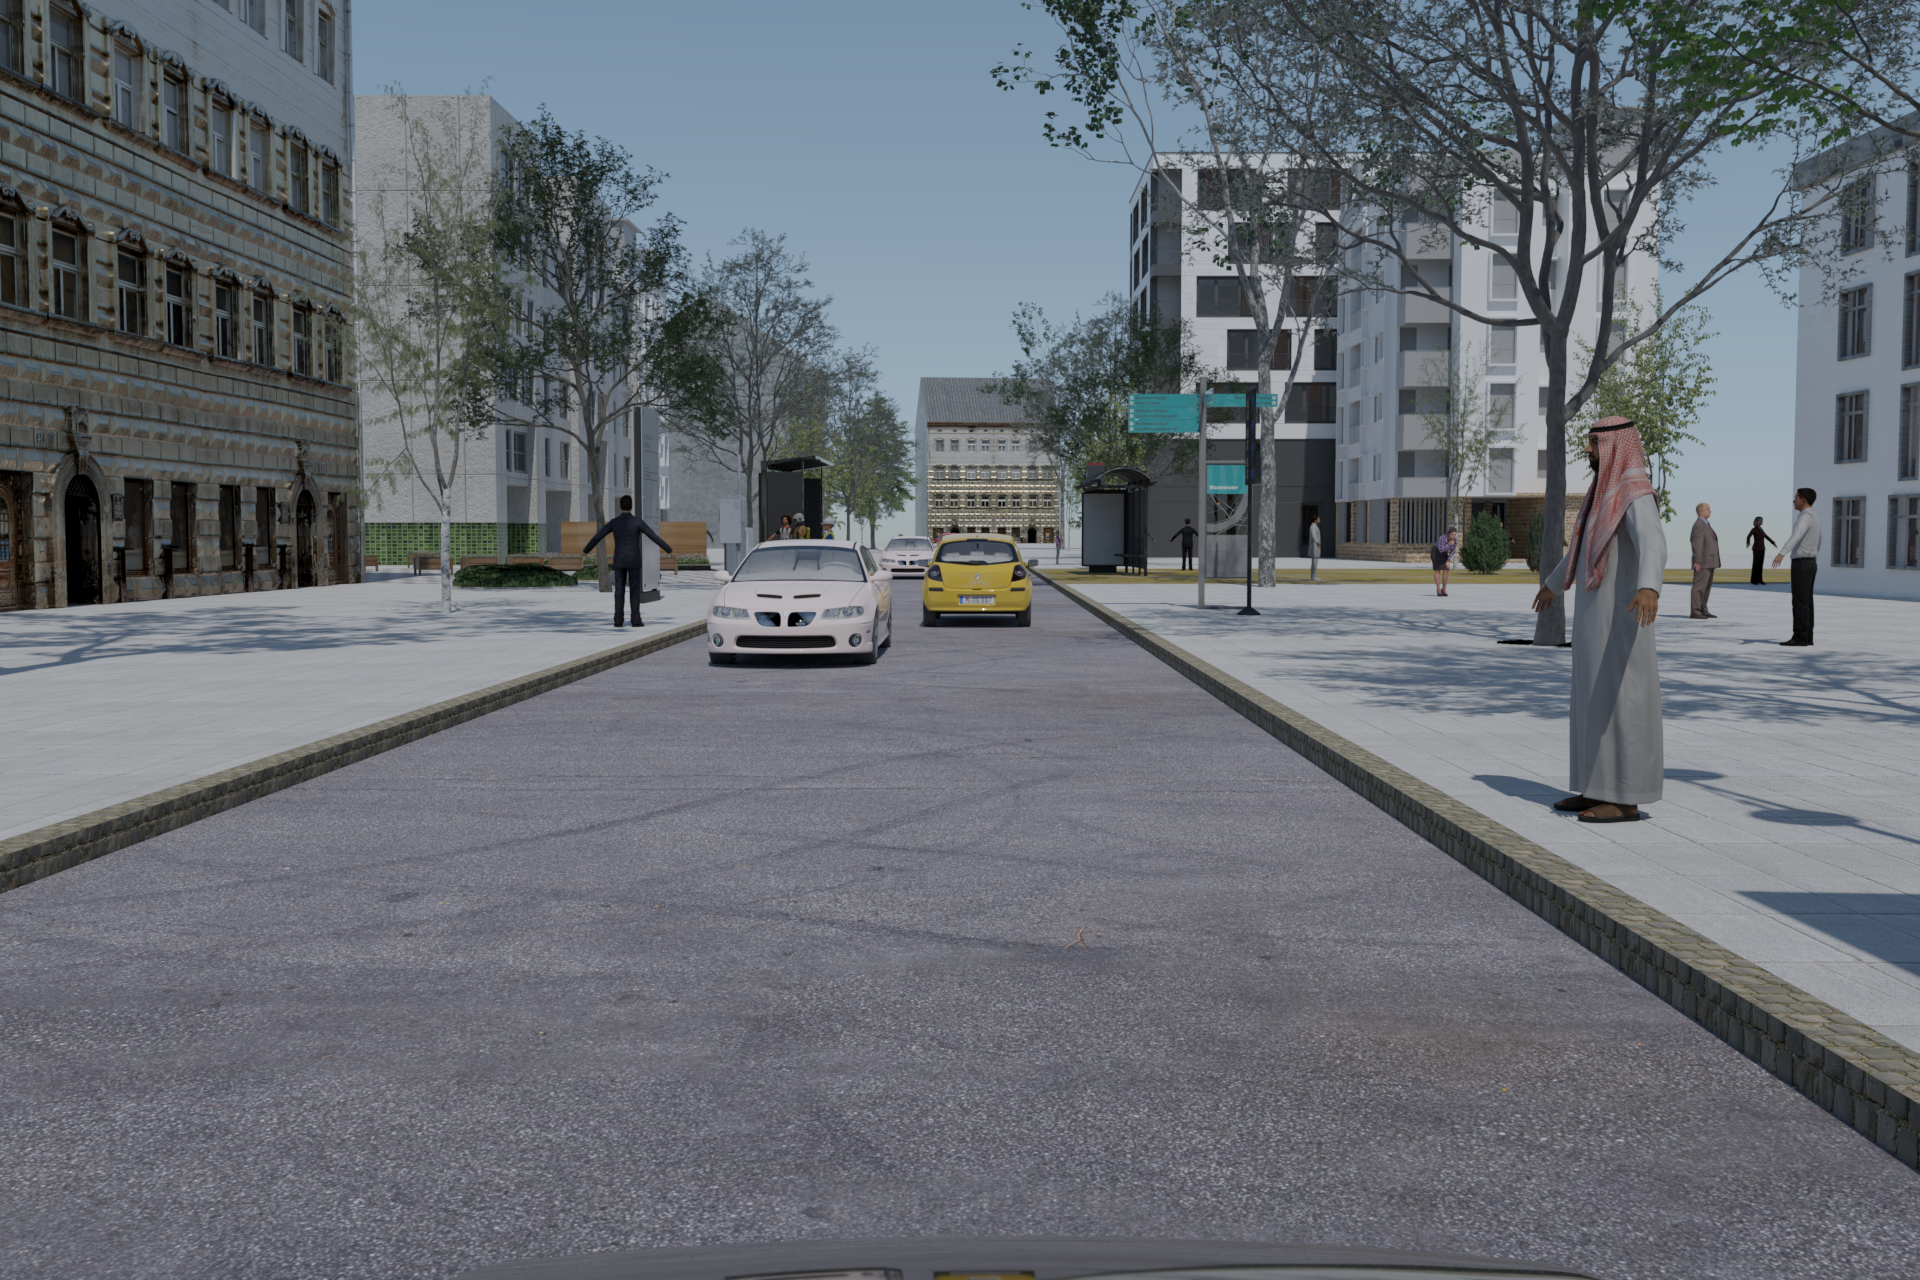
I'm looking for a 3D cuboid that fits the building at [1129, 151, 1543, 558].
[{"bbox_3d":[24.360,-16.218,109.147,27.936,21.610,32.646,0,4,0],"label":"building"}]

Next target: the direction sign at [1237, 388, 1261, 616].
[{"bbox_3d":[4.577,-2.162,27.344,0.379,3.537,0.876,0,4,1],"label":"direction sign"}]

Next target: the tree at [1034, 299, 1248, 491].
[{"bbox_3d":[7.161,-8.262,69.504,8.767,10.594,7.601,-1,4,-14],"label":"tree"}]

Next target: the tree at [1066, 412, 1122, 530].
[{"bbox_3d":[7.501,-8.800,94.244,4.737,8.622,4.395,0,3,0],"label":"tree"}]

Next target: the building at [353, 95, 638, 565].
[{"bbox_3d":[-27.259,-13.420,85.869,16.747,18.905,31.486,0,3,0],"label":"building"}]

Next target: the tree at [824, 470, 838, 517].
[{"bbox_3d":[-21.053,-20.259,237.896,9.857,13.997,8.962,0,3,0],"label":"tree"}]

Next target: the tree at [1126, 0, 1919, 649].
[{"bbox_3d":[6.930,-6.682,19.619,12.009,13.543,11.850,0,3,0],"label":"tree"}]

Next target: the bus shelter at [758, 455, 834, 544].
[{"bbox_3d":[-5.128,-3.888,54.851,1.731,3.624,6.357,0,4,1],"label":"bus shelter"}]

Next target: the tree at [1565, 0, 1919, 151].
[{"bbox_3d":[7.003,-5.148,9.934,9.928,11.665,9.643,0,3,0],"label":"tree"}]

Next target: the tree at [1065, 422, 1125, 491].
[{"bbox_3d":[8.103,-9.310,102.580,4.737,8.622,4.395,0,3,0],"label":"tree"}]

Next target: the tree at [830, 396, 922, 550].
[{"bbox_3d":[-7.043,-13.720,142.452,7.486,12.596,7.792,0,3,0],"label":"tree"}]

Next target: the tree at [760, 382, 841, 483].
[{"bbox_3d":[-7.655,-8.079,82.450,4.737,8.622,4.395,0,3,0],"label":"tree"}]

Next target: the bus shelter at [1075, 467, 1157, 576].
[{"bbox_3d":[4.880,-3.738,55.043,2.014,3.302,5.546,0,4,-1],"label":"bus shelter"}]

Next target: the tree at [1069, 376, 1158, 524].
[{"bbox_3d":[7.022,-7.790,77.723,4.737,8.622,4.395,0,3,0],"label":"tree"}]

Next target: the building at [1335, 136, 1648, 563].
[{"bbox_3d":[24.727,-14.222,88.950,16.016,20.090,11.380,0,4,1],"label":"building"}]

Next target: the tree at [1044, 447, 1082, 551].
[{"bbox_3d":[8.100,-11.114,132.069,4.360,8.622,3.978,0,3,0],"label":"tree"}]

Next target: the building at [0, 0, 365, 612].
[{"bbox_3d":[-24.756,-12.501,35.319,19.493,23.208,18.063,0,3,0],"label":"building"}]

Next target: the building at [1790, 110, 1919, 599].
[{"bbox_3d":[23.345,-5.104,25.593,9.099,9.664,28.070,0,4,1],"label":"building"}]

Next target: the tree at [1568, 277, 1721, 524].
[{"bbox_3d":[19.478,-6.030,48.960,4.737,8.622,4.395,0,3,0],"label":"tree"}]

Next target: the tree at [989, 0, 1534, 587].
[{"bbox_3d":[7.030,-11.255,39.911,12.611,20.169,13.585,0,3,0],"label":"tree"}]

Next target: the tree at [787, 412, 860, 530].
[{"bbox_3d":[-7.867,-8.911,96.062,4.737,8.622,4.395,0,3,0],"label":"tree"}]

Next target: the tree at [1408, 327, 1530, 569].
[{"bbox_3d":[17.742,-6.866,62.630,4.360,8.622,3.978,0,3,0],"label":"tree"}]

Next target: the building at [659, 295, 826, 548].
[{"bbox_3d":[-22.928,-20.535,166.668,19.493,23.208,18.063,0,3,0],"label":"building"}]

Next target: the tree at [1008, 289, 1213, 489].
[{"bbox_3d":[7.483,-10.748,86.107,12.009,13.543,11.850,0,3,0],"label":"tree"}]

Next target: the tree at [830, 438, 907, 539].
[{"bbox_3d":[-7.987,-13.263,151.255,7.601,10.594,8.767,0,4,8],"label":"tree"}]

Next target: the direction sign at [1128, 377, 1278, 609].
[{"bbox_3d":[4.113,-2.456,28.918,2.525,3.948,1.411,0,4,1],"label":"direction sign"}]

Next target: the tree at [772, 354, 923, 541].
[{"bbox_3d":[-7.491,-12.627,116.826,12.009,13.543,11.850,0,3,0],"label":"tree"}]

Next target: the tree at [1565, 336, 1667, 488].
[{"bbox_3d":[23.975,-6.917,63.453,4.737,8.622,4.395,0,3,0],"label":"tree"}]

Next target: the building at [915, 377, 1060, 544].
[{"bbox_3d":[3.517,-24.982,241.847,18.063,23.208,19.493,0,4,-6],"label":"building"}]

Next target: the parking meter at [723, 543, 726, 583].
[{"bbox_3d":[-6.029,-2.437,45.554,0.399,1.863,0.255,0,4,2],"label":"parking meter"}]

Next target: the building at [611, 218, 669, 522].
[{"bbox_3d":[-24.852,-15.203,104.988,16.016,20.090,11.380,0,3,0],"label":"building"}]

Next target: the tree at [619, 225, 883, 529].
[{"bbox_3d":[-8.222,-9.657,68.262,12.009,13.543,11.850,0,3,0],"label":"tree"}]

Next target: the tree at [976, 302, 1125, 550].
[{"bbox_3d":[7.017,-17.571,143.173,12.611,20.169,13.585,0,3,0],"label":"tree"}]

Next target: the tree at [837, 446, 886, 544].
[{"bbox_3d":[-7.656,-11.310,135.280,4.737,8.622,4.395,0,3,0],"label":"tree"}]
